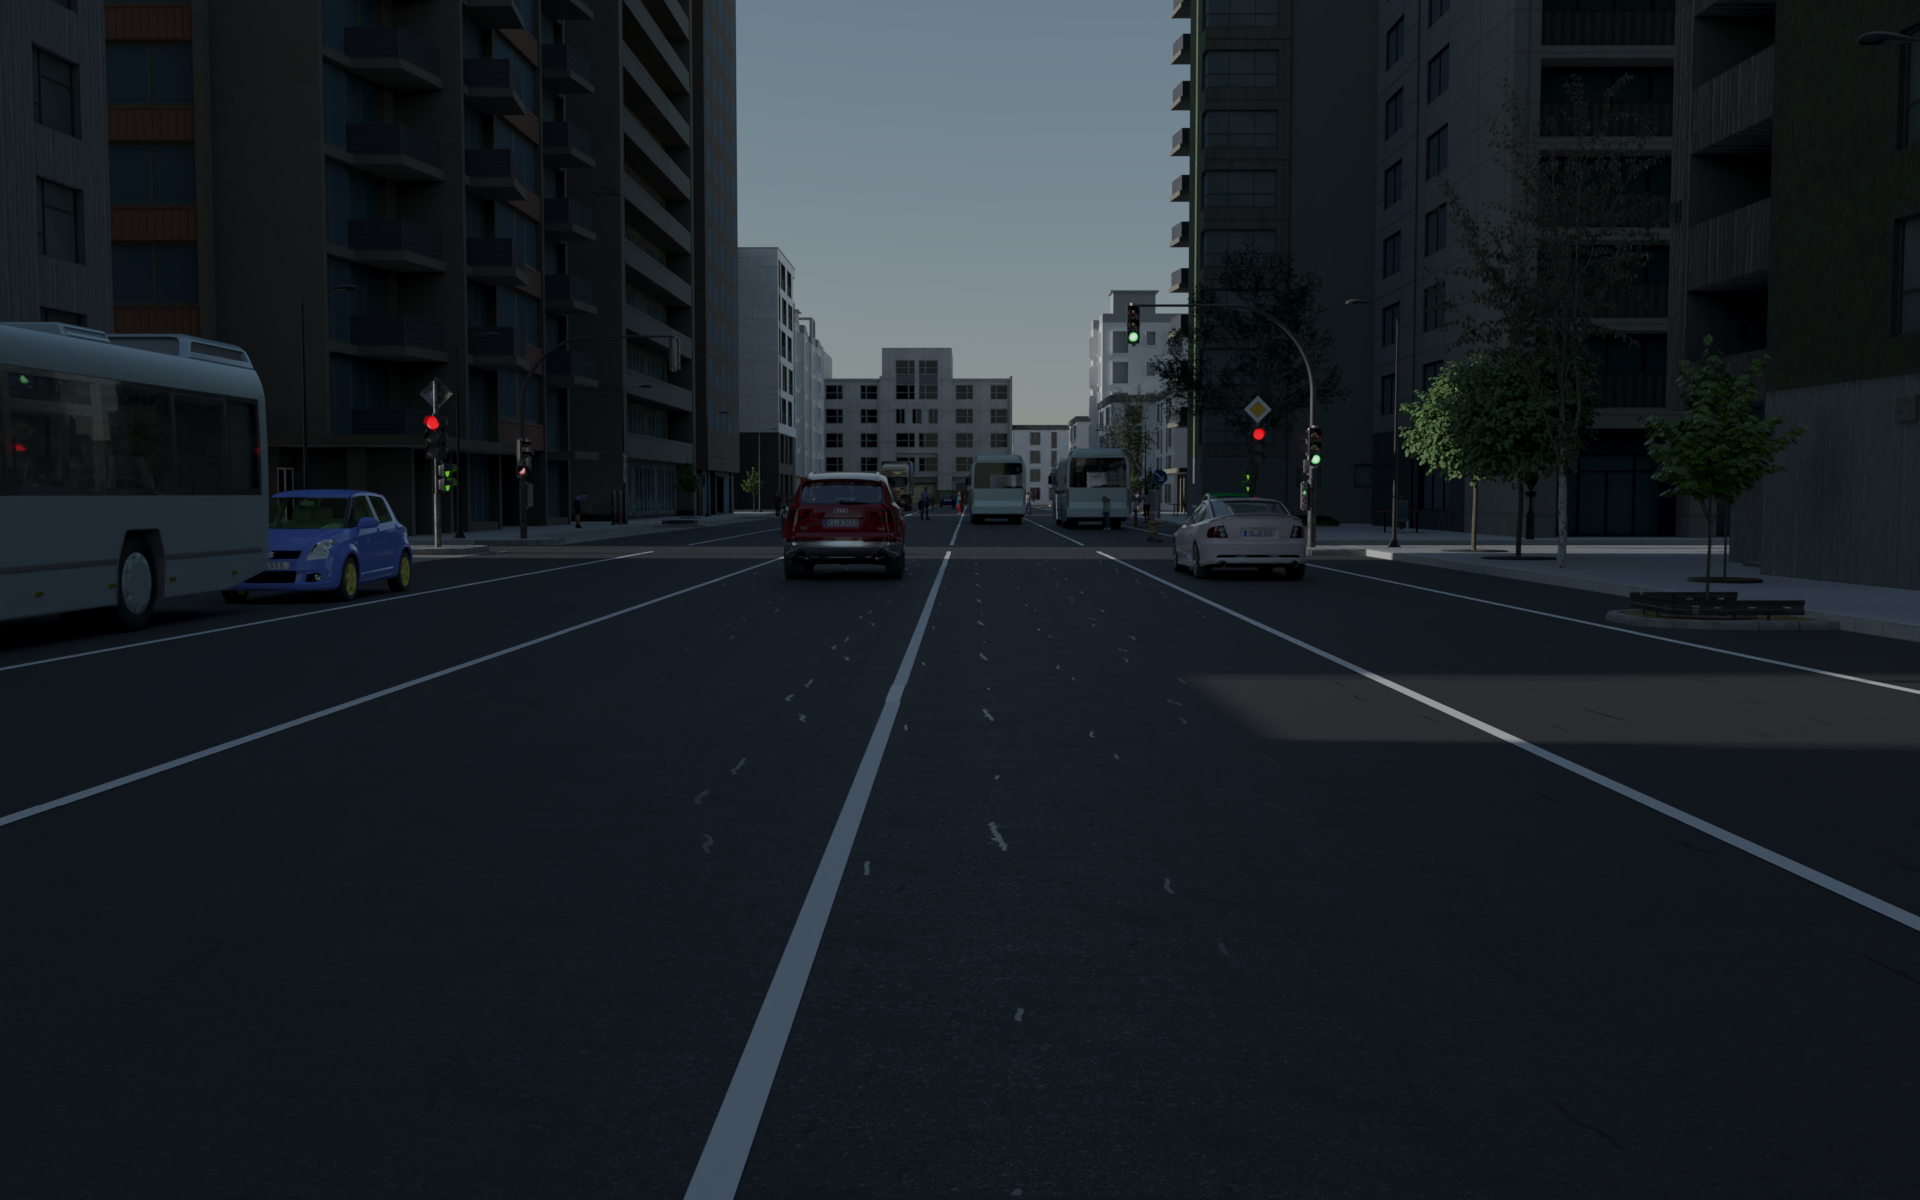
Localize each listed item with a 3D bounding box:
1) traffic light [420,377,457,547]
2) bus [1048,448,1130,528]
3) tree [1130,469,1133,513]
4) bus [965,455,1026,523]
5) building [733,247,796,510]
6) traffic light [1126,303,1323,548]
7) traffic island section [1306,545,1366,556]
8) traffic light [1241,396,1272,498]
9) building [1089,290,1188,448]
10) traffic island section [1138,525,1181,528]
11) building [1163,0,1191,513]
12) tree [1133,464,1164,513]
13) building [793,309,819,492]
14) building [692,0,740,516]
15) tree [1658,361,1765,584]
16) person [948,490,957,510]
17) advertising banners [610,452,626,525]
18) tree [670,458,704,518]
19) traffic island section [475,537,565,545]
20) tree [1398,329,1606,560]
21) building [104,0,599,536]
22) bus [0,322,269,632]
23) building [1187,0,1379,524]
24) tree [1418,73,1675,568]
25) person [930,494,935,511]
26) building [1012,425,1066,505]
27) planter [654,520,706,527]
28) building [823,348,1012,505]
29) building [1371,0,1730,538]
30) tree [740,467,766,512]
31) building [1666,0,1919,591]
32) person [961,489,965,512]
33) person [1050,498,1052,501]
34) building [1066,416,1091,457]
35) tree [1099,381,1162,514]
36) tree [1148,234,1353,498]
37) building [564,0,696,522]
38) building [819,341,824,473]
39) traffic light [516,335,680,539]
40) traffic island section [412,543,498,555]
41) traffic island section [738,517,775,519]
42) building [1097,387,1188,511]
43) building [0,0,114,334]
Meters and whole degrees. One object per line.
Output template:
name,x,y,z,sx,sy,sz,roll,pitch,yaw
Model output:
traffic light,-12.561,-3.225,41.642,0.839,4.253,0.868,0,4,0
bus,5.597,-4.981,76.299,2.948,3.499,13.247,0,4,0
tree,11.955,-7.678,120.130,1.663,3.219,1.824,0,3,0
bus,1.776,-5.669,87.540,2.948,3.499,13.247,0,4,0
building,-28.981,-18.193,141.438,27.936,21.610,32.646,0,4,0
traffic light,6.328,-4.082,41.402,4.771,5.953,1.251,0,4,0
traffic island section,8.460,-1.184,41.644,2.009,0.180,2.903,0,4,0
traffic light,8.469,-3.706,49.516,0.839,4.253,0.868,0,4,0
building,20.530,-18.951,166.264,16.016,20.091,11.380,0,4,0
traffic island section,8.652,-3.145,74.294,1.991,0.108,1.994,0,4,0
building,24.999,-27.828,109.614,22.147,44.769,28.867,0,4,0
tree,11.984,-6.998,109.014,1.663,3.219,1.824,0,3,0
building,-23.099,-19.488,175.045,16.016,20.091,11.380,0,4,0
building,-21.598,-27.936,106.871,14.600,45.320,14.200,0,4,0
tree,11.276,-1.880,25.335,1.663,3.219,1.824,0,3,0
person,-0.580,-9.279,160.202,1.348,1.826,0.705,-2,4,-29
advertising banners,-14.157,-4.634,71.959,0.090,3.025,2.074,0,4,7
tree,-14.399,-5.947,91.841,1.663,3.219,1.824,0,3,0
traffic island section,-12.552,-1.681,49.762,2.009,0.180,2.903,0,4,0
tree,10.956,-3.079,34.051,4.285,4.588,4.351,0,3,0
building,-26.150,-25.024,63.768,22.147,44.769,28.867,0,4,0
bus,-9.731,-1.219,14.788,2.948,3.499,13.247,0,4,-1
building,17.487,-24.266,80.346,14.154,41.232,14.086,0,4,0
tree,10.196,-4.856,29.761,4.360,8.622,3.978,0,3,0
person,-2.385,-8.501,150.730,0.421,1.427,0.697,1,4,10
building,20.380,-16.639,214.187,28.070,9.664,9.099,0,4,0
planter,-12.076,-3.290,74.926,1.991,0.319,1.994,0,4,0
building,-9.376,-21.480,217.650,31.486,18.905,16.747,0,4,0
building,26.988,-37.944,58.636,20.611,71.187,20.563,0,4,0
tree,-14.791,-7.920,124.090,1.663,3.219,1.824,0,3,0
building,19.792,-15.721,28.743,14.160,30.474,14.107,0,4,0
person,0.130,-7.932,138.196,0.705,1.822,1.348,-1,4,-23
person,7.177,-7.180,126.031,1.348,1.807,0.705,-1,4,-17
building,16.975,-14.933,186.293,9.099,9.664,28.070,0,4,0
tree,11.217,-9.981,113.550,4.360,8.622,3.978,0,3,0
tree,10.465,-7.885,63.327,8.767,10.594,7.601,3,4,38
building,-26.058,-28.454,88.932,21.300,48.544,21.600,0,4,0
building,-21.028,-20.501,191.612,11.380,20.091,16.016,0,4,0
traffic light,-10.420,-4.586,49.649,4.771,5.953,1.251,0,4,0
traffic island section,-12.601,-1.192,41.777,2.009,0.180,2.903,0,4,0
traffic island section,-11.916,-4.832,101.875,1.991,0.108,1.994,0,4,0
building,17.169,-12.503,146.578,9.099,9.664,28.070,0,4,0
building,-24.751,-15.908,31.801,14.107,30.474,14.160,0,4,0
